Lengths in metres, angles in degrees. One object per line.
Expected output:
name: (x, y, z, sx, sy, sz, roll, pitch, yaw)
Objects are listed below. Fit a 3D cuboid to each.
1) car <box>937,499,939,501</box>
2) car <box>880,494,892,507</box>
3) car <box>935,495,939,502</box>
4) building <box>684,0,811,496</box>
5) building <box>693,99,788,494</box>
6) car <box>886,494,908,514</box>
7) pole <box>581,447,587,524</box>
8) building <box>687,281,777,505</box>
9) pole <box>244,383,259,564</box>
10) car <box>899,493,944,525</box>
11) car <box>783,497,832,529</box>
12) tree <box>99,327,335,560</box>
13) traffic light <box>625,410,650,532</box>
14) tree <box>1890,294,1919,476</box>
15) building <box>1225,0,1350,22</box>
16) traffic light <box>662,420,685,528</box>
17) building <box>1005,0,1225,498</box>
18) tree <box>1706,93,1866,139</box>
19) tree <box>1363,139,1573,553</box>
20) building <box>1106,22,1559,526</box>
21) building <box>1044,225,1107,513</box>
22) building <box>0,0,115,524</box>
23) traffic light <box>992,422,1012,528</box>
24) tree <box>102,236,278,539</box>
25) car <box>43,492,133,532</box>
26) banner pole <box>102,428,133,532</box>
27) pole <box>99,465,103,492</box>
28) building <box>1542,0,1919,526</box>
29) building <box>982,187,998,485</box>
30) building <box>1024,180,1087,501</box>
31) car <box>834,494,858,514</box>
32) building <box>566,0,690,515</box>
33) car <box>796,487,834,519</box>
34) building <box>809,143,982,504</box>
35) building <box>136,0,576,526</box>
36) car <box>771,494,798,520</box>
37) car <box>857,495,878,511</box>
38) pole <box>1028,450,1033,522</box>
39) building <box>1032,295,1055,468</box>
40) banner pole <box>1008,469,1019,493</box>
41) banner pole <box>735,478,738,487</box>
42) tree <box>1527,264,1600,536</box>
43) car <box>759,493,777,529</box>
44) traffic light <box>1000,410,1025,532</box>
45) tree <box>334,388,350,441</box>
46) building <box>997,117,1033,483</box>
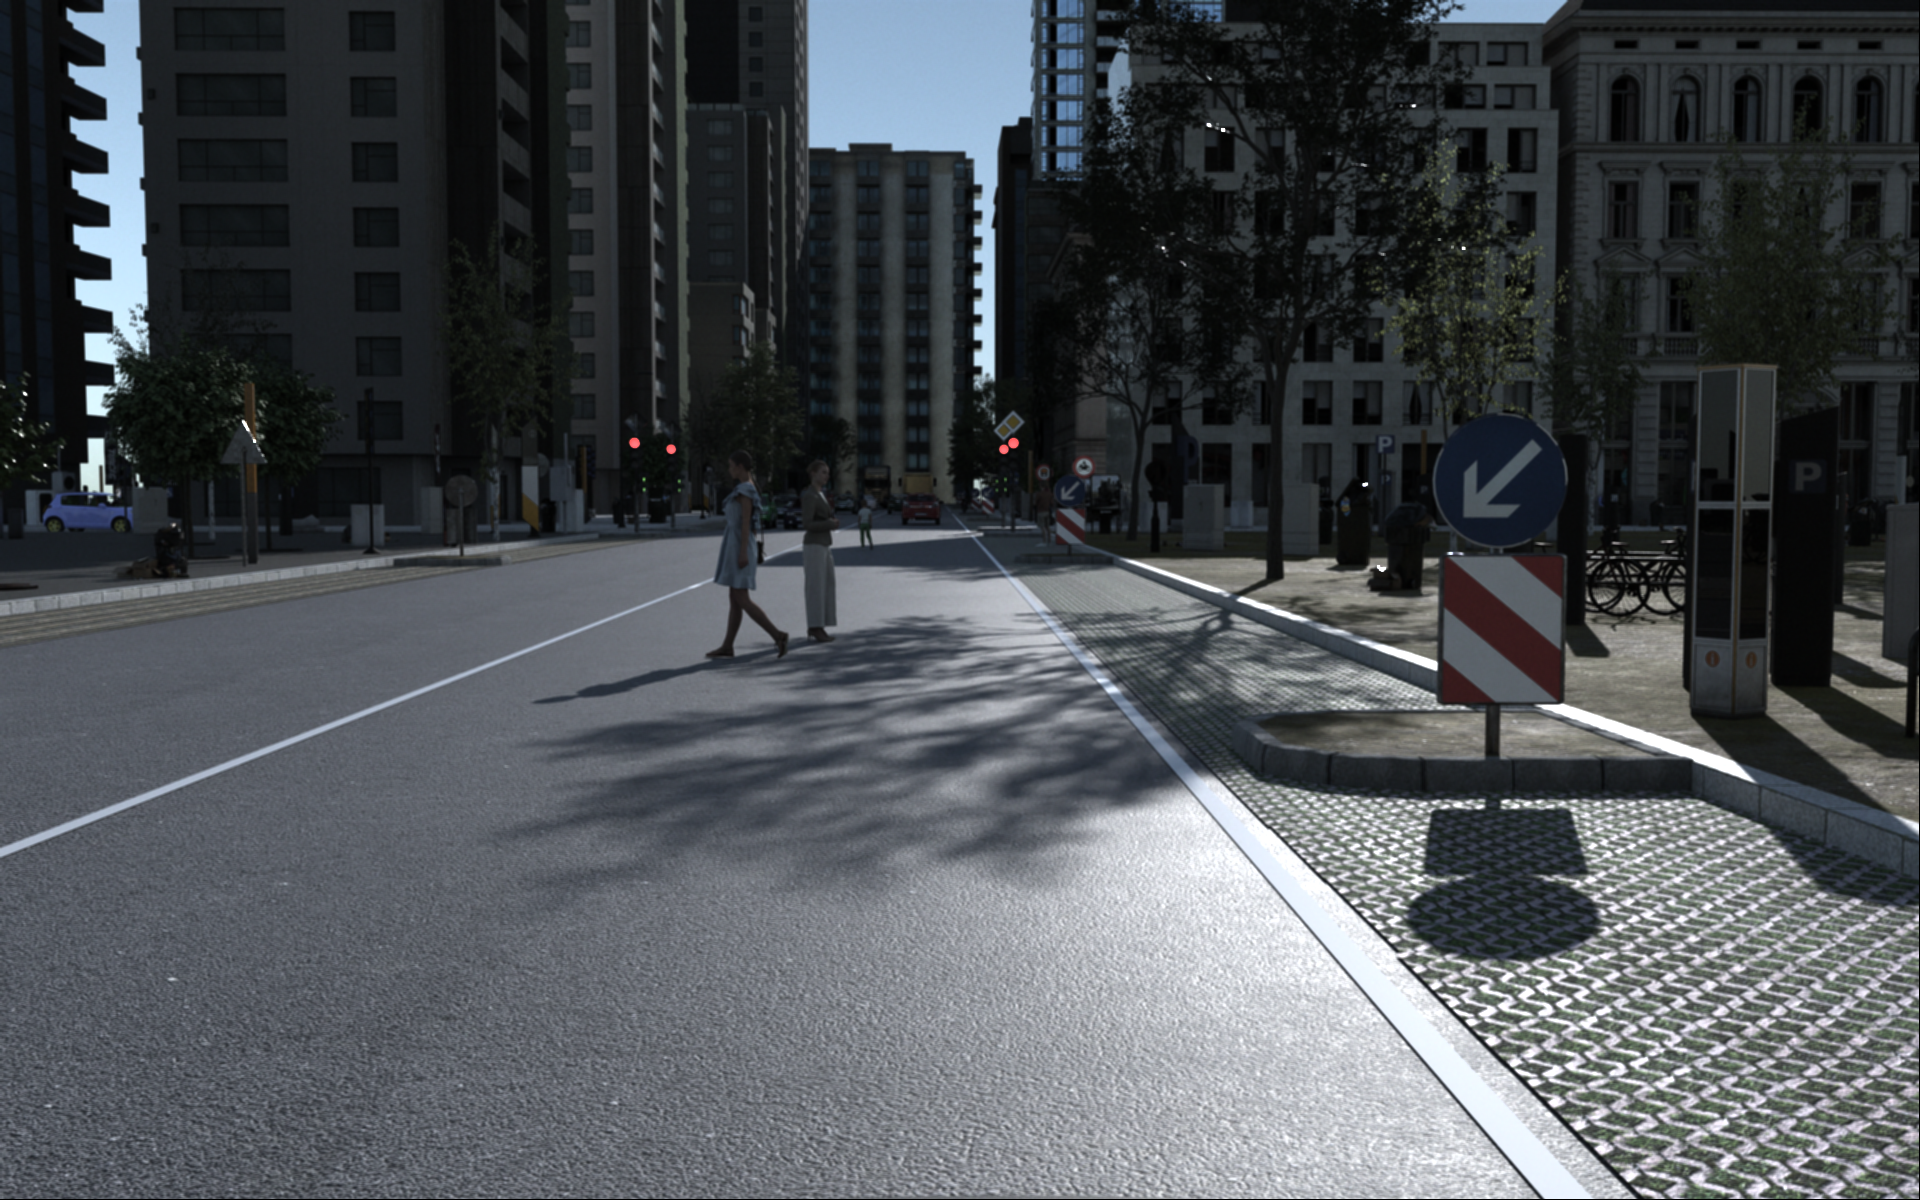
car: (-2.619, -7.629, 136.731, 2.014, 1.417, 4.499, 0, 4, -1)
car: (-8.314, -11.573, 198.810, 1.945, 1.707, 3.694, 0, 4, 1)
car: (-3.335, -10.986, 191.980, 2.083, 1.381, 4.827, 0, 4, 1)
building: (-28.459, -46.685, 201.550, 20.611, 71.187, 20.563, 0, 4, -1)
building: (-25.251, -30.144, 176.444, 14.154, 41.232, 14.086, 0, 4, -1)
car: (-4.278, -6.892, 124.475, 2.131, 1.459, 4.920, 0, 4, -1)
pole: (-16.186, -4.940, 74.607, 0.158, 3.312, 0.155, 0, 3, 0)
building: (-31.650, -18.988, 155.498, 27.650, 21.520, 28.899, 0, 4, -1)
pole: (-13.057, -2.328, 31.908, 0.158, 3.312, 0.155, 0, 3, 0)
car: (-1.827, -4.440, 81.638, 2.155, 1.783, 4.494, 0, 4, -1)
car: (-6.263, -3.605, 71.524, 1.945, 1.354, 3.894, 0, 4, 1)
tree: (-15.310, -3.100, 34.397, 4.285, 4.588, 4.351, 0, 3, 0)
traffic light: (-10.797, -4.218, 57.887, 0.839, 4.253, 0.868, 0, 4, -1)
tree: (25.410, -5.648, 42.708, 4.360, 8.622, 3.978, 0, 3, 0)
building: (33.111, -46.793, 203.323, 20.611, 71.187, 20.563, 0, 4, -1)
traffic light: (-10.914, -4.706, 65.872, 0.839, 4.253, 0.868, 0, 4, -1)
building: (16.371, -53.218, 182.784, 22.319, 86.520, 31.000, 0, 4, -1)
tree: (15.634, -5.056, 33.025, 4.737, 8.622, 4.395, 0, 3, 0)
tree: (10.304, -5.223, 35.757, 4.360, 8.622, 3.978, 0, 3, 0)
building: (15.175, -13.399, 73.824, 16.860, 20.320, 10.420, 0, 4, -1)
building: (11.168, -14.960, 109.231, 10.561, 19.102, 19.286, 0, 4, -1)
building: (-47.291, -25.961, 74.568, 14.200, 45.320, 14.600, 0, 4, -1)
traffic light: (1.646, -4.719, 66.071, 0.839, 4.253, 0.868, 0, 4, -1)
tree: (-21.407, -6.019, 48.778, 4.360, 8.622, 3.978, 0, 3, 0)
car: (-30.928, -3.228, 62.365, 3.694, 1.707, 1.945, 0, 4, 0)
banner pole: (-28.243, -4.161, 58.052, 0.863, 3.779, 0.401, 0, 4, -7)
pole: (-60.855, -7.886, 122.772, 0.158, 3.312, 0.155, 0, 3, 0)
building: (33.840, -15.014, 74.357, 19.941, 23.489, 11.050, 0, 4, -1)
building: (17.381, -35.703, 238.366, 28.867, 44.769, 22.147, 0, 4, -1)
building: (12.920, -23.867, 161.924, 14.160, 30.474, 14.107, 0, 4, -1)
car: (-8.369, -6.922, 124.968, 2.131, 1.459, 4.920, 0, 4, -1)
building: (-25.765, -26.279, 113.253, 14.154, 41.232, 14.086, 0, 4, -1)
car: (-8.318, -5.536, 99.190, 2.281, 1.827, 5.304, 0, 4, -1)
building: (-12.297, -37.896, 239.200, 30.456, 49.044, 23.786, 0, 4, -1)
building: (-25.203, -18.526, 74.598, 14.160, 30.474, 14.107, 0, 4, -1)
car: (-8.679, -4.514, 85.596, 2.131, 1.459, 4.920, 0, 4, -1)
car: (-8.259, -8.537, 151.944, 2.083, 1.381, 4.827, 0, 4, -1)
pole: (3.306, -5.327, 80.944, 0.158, 3.312, 0.155, 0, 3, 0)
building: (13.870, -16.234, 132.882, 16.820, 18.784, 16.811, 0, 4, -1)
banner pole: (2.898, -6.762, 100.575, 0.401, 3.779, 0.863, 2, 4, 25)
banner pole: (-14.008, -7.247, 108.506, 0.401, 3.779, 0.863, 0, 4, 5)
tree: (19.438, -6.288, 53.165, 4.737, 8.622, 4.395, 0, 3, 0)
car: (-8.601, -3.860, 71.910, 1.959, 1.807, 4.718, 0, 4, -2)
traffic light: (1.763, -4.230, 58.087, 0.839, 4.253, 0.868, 0, 4, -1)
tree: (-15.564, -3.388, 39.102, 4.285, 4.588, 4.351, 0, 3, 0)
building: (11.631, -34.032, 206.533, 14.600, 45.320, 14.200, 0, 4, -1)
